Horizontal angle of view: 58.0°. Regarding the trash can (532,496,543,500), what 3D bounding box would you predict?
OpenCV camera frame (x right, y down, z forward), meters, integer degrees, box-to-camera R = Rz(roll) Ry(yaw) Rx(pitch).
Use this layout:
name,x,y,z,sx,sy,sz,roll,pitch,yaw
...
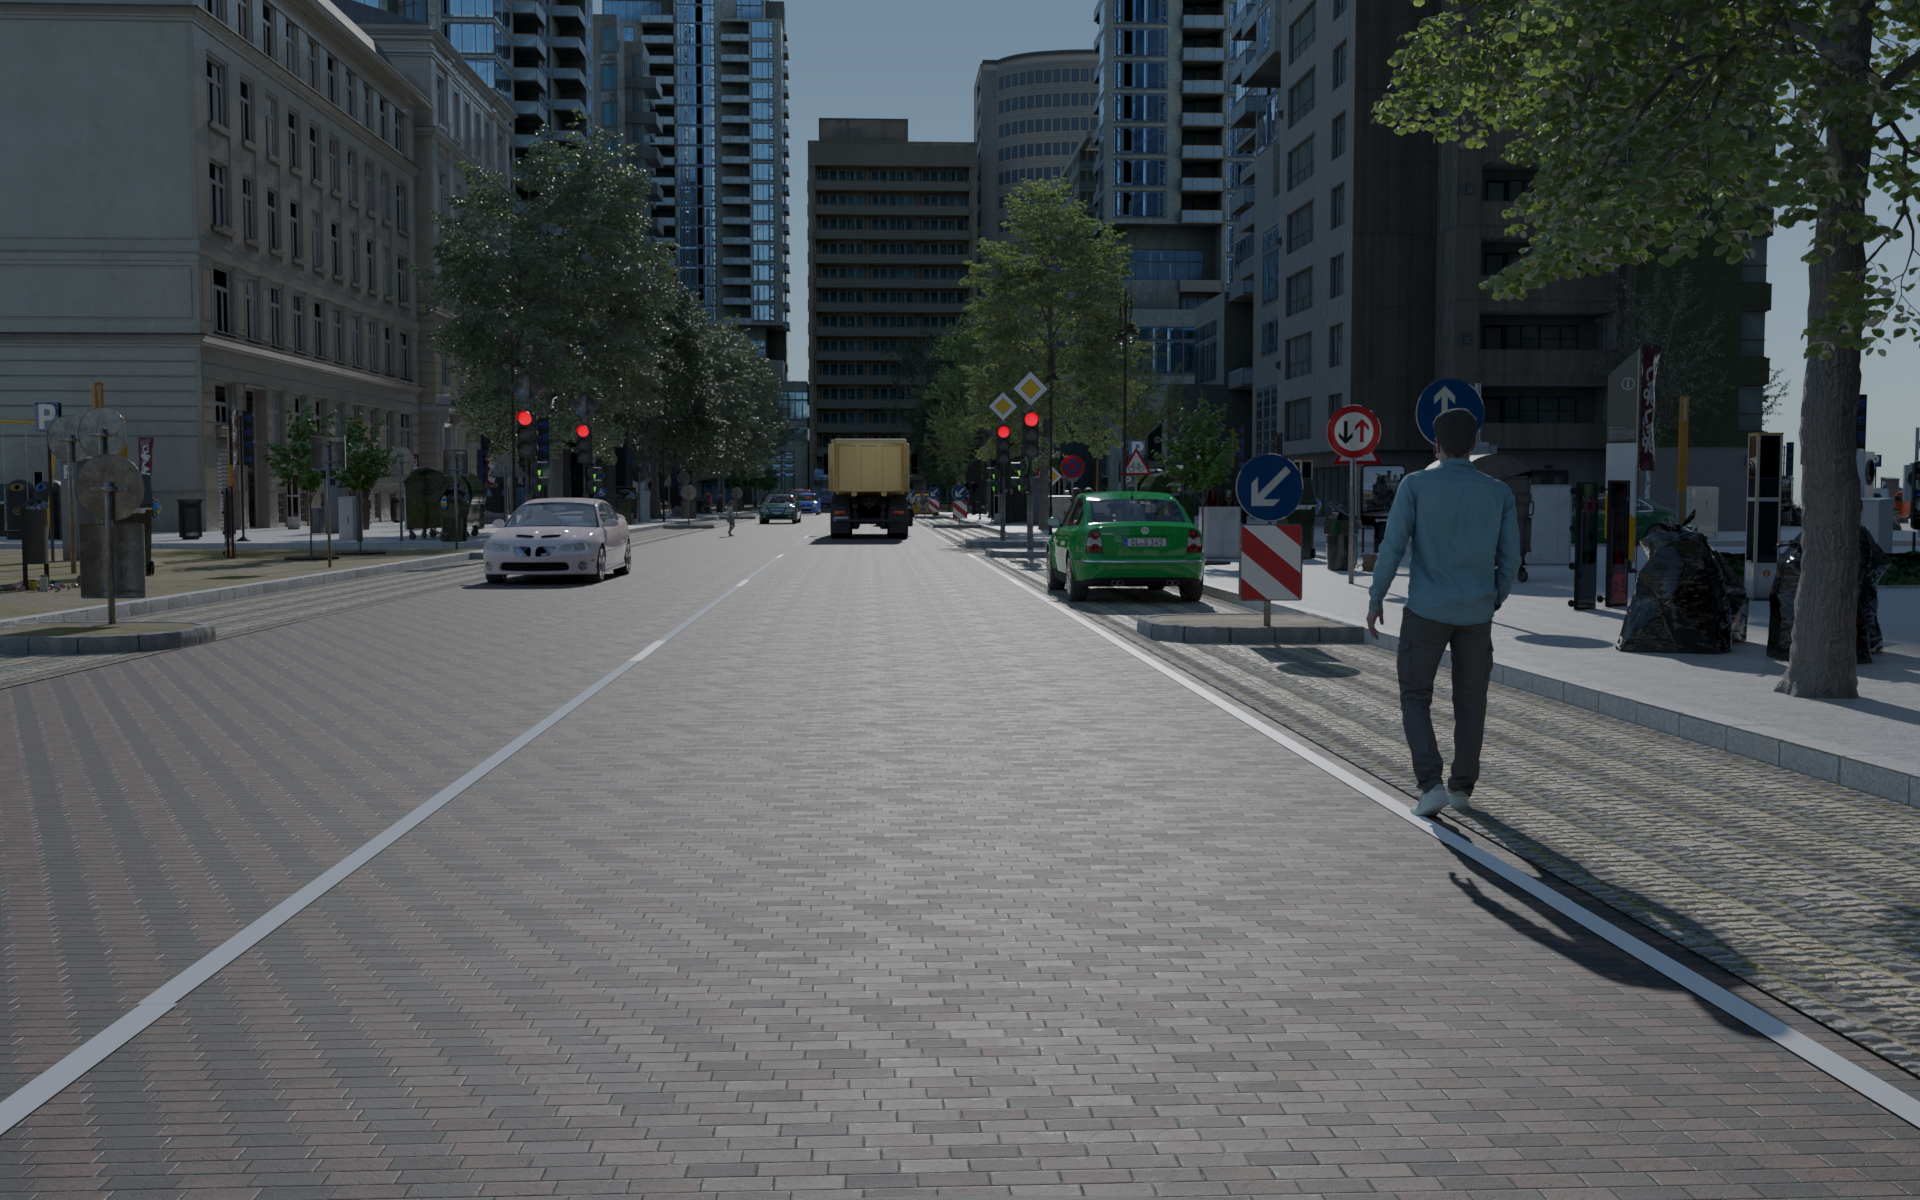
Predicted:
name,x,y,z,sx,sy,sz,roll,pitch,yaw
trash can,-28.285,-6.366,115.735,0.748,1.137,0.748,0,3,0

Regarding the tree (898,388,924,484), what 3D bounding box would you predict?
name,x,y,z,sx,sy,sz,roll,pitch,yaw
tree,-1.920,-14.949,162.550,7.486,12.596,7.792,0,3,0

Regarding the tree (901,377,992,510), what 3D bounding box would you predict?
name,x,y,z,sx,sy,sz,roll,pitch,yaw
tree,-0.827,-12.497,138.734,7.601,10.594,8.767,1,4,19

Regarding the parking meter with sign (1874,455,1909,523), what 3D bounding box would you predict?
name,x,y,z,sx,sy,sz,roll,pitch,yaw
parking meter with sign,41.310,-4.932,76.893,1.738,3.016,0.543,-1,4,-16

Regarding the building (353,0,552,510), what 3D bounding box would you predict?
name,x,y,z,sx,sy,sz,roll,pitch,yaw
building,-39.879,-50.301,135.098,22.319,86.520,31.000,0,4,-3

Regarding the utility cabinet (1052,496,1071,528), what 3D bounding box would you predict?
name,x,y,z,sx,sy,sz,roll,pitch,yaw
utility cabinet,3.841,-3.380,66.419,1.020,1.237,0.306,0,4,5

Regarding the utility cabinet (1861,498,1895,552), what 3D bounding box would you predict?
name,x,y,z,sx,sy,sz,roll,pitch,yaw
utility cabinet,15.126,-1.090,28.982,0.306,1.237,1.020,-1,4,-11

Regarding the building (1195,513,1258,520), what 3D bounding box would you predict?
name,x,y,z,sx,sy,sz,roll,pitch,yaw
building,23.569,-47.836,94.793,22.319,86.520,31.000,0,4,-3

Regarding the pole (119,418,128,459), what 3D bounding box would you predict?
name,x,y,z,sx,sy,sz,roll,pitch,yaw
pole,-22.435,-3.219,46.467,0.158,3.312,0.155,0,3,0

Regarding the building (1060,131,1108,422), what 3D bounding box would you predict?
name,x,y,z,sx,sy,sz,roll,pitch,yaw
building,23.716,-29.677,177.108,32.217,40.220,23.993,0,4,-3

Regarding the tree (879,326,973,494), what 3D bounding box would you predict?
name,x,y,z,sx,sy,sz,roll,pitch,yaw
tree,-2.961,-20.640,193.356,12.611,20.169,13.585,0,3,0

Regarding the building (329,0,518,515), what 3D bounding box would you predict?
name,x,y,z,sx,sy,sz,roll,pitch,yaw
building,-33.238,-19.005,96.639,13.634,28.700,20.117,0,4,-3

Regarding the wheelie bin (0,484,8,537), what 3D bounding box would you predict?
name,x,y,z,sx,sy,sz,roll,pitch,yaw
wheelie bin,-28.860,-2.705,52.141,0.980,1.594,0.693,0,4,-2

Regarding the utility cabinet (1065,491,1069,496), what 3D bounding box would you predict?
name,x,y,z,sx,sy,sz,roll,pitch,yaw
utility cabinet,6.499,-6.386,113.085,1.173,1.500,0.318,1,4,11

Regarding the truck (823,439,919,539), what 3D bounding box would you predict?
name,x,y,z,sx,sy,sz,roll,pitch,yaw
truck,-3.077,-3.877,59.318,3.469,3.379,9.791,0,4,-3

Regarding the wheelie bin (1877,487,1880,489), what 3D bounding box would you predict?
name,x,y,z,sx,sy,sz,roll,pitch,yaw
wheelie bin,43.877,-4.576,82.731,0.693,1.594,0.980,3,5,44

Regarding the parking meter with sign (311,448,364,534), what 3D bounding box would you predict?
name,x,y,z,sx,sy,sz,roll,pitch,yaw
parking meter with sign,-20.321,-3.680,56.428,1.738,3.016,0.543,0,4,6

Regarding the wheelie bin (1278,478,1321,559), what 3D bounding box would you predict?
name,x,y,z,sx,sy,sz,roll,pitch,yaw
wheelie bin,6.609,-1.609,34.209,0.980,1.594,0.693,0,4,-8

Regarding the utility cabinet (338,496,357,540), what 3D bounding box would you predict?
name,x,y,z,sx,sy,sz,roll,pitch,yaw
utility cabinet,-17.255,-2.315,49.008,0.306,1.237,1.020,-3,5,-42

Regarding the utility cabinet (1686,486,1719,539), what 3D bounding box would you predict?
name,x,y,z,sx,sy,sz,roll,pitch,yaw
utility cabinet,20.740,-2.436,48.504,1.173,1.500,0.318,-2,4,-31

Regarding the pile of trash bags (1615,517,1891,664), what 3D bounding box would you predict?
name,x,y,z,sx,sy,sz,roll,pitch,yaw
pile of trash bags,6.961,-0.242,13.705,1.912,1.369,3.447,-3,5,-42

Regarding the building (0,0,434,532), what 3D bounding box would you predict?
name,x,y,z,sx,sy,sz,roll,pitch,yaw
building,-33.528,-14.583,71.722,16.112,22.955,30.059,0,4,-3

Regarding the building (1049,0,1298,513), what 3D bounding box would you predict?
name,x,y,z,sx,sy,sz,roll,pitch,yaw
building,19.865,-51.067,147.622,22.319,86.520,31.000,0,4,-3

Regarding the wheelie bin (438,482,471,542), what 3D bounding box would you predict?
name,x,y,z,sx,sy,sz,roll,pitch,yaw
wheelie bin,-13.550,-2.360,46.497,0.693,1.594,0.980,0,4,8

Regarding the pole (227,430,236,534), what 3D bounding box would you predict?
name,x,y,z,sx,sy,sz,roll,pitch,yaw
pole,-23.269,-3.760,55.323,0.158,3.312,0.155,0,3,0

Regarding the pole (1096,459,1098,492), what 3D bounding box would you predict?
name,x,y,z,sx,sy,sz,roll,pitch,yaw
pole,7.954,-6.560,101.105,0.158,3.312,0.155,0,3,0

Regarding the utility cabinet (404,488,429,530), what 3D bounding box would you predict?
name,x,y,z,sx,sy,sz,roll,pitch,yaw
utility cabinet,-19.139,-3.202,61.029,0.318,1.500,1.173,1,4,11

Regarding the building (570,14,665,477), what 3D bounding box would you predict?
name,x,y,z,sx,sy,sz,roll,pitch,yaw
building,-45.597,-33.892,173.744,30.456,49.044,23.786,0,4,-3

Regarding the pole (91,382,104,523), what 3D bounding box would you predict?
name,x,y,z,sx,sy,sz,roll,pitch,yaw
pole,-15.734,-2.315,31.688,0.158,3.312,0.155,0,3,0

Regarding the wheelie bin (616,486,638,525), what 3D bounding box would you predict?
name,x,y,z,sx,sy,sz,roll,pitch,yaw
wheelie bin,-14.998,-4.332,78.734,0.980,1.594,0.693,-2,4,-31

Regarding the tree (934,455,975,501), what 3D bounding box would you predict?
name,x,y,z,sx,sy,sz,roll,pitch,yaw
tree,-0.251,-8.857,128.528,4.285,4.588,4.351,0,3,0

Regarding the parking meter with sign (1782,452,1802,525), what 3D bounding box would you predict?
name,x,y,z,sx,sy,sz,roll,pitch,yaw
parking meter with sign,33.889,-4.590,71.300,0.543,3.016,1.738,-3,5,-40

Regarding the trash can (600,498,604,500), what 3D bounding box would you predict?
name,x,y,z,sx,sy,sz,roll,pitch,yaw
trash can,-13.166,-3.095,62.261,0.748,1.137,0.748,0,3,0

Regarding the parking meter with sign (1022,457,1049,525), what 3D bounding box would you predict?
name,x,y,z,sx,sy,sz,roll,pitch,yaw
parking meter with sign,3.345,-4.643,72.180,0.543,3.016,1.738,-3,4,-36

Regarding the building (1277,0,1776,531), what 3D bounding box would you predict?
name,x,y,z,sx,sy,sz,roll,pitch,yaw
building,20.473,-17.956,65.290,14.107,30.474,14.160,0,4,-3

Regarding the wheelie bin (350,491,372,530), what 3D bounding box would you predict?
name,x,y,z,sx,sy,sz,roll,pitch,yaw
wheelie bin,-21.545,-3.321,62.200,0.693,1.594,0.980,-3,5,-42

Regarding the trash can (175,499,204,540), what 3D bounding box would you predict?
name,x,y,z,sx,sy,sz,roll,pitch,yaw
trash can,-21.709,-2.275,48.850,0.748,1.137,0.748,0,3,0

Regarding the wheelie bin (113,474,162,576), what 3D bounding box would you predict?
name,x,y,z,sx,sy,sz,roll,pitch,yaw
wheelie bin,-13.116,-1.183,27.256,0.980,1.594,0.693,-2,4,-33

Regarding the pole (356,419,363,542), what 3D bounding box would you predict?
name,x,y,z,sx,sy,sz,roll,pitch,yaw
pole,-16.011,-3.197,46.117,0.158,3.312,0.155,0,3,0

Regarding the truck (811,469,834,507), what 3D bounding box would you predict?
name,x,y,z,sx,sy,sz,roll,pitch,yaw
truck,-14.709,-12.189,189.045,2.967,4.110,18.799,0,4,-5

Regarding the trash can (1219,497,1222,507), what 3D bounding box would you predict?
name,x,y,z,sx,sy,sz,roll,pitch,yaw
trash can,11.983,-4.146,79.438,0.748,1.137,0.748,0,3,0

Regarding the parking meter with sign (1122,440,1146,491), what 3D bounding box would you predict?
name,x,y,z,sx,sy,sz,roll,pitch,yaw
parking meter with sign,5.470,-3.634,55.676,0.543,3.016,1.738,1,4,23

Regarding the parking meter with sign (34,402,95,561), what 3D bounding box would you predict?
name,x,y,z,sx,sy,sz,roll,pitch,yaw
parking meter with sign,-17.092,-2.293,33.748,0.543,3.016,1.738,1,4,15

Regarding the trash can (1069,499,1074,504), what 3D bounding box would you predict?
name,x,y,z,sx,sy,sz,roll,pitch,yaw
trash can,3.602,-2.431,51.402,0.748,1.137,0.748,0,3,0

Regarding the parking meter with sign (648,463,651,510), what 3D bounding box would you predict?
name,x,y,z,sx,sy,sz,roll,pitch,yaw
parking meter with sign,-17.401,-6.158,96.937,0.543,3.016,1.738,0,4,5

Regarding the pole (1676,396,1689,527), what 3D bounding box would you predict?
name,x,y,z,sx,sy,sz,roll,pitch,yaw
pole,15.068,-2.587,36.133,0.158,3.312,0.155,0,3,0

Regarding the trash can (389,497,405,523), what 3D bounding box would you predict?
name,x,y,z,sx,sy,sz,roll,pitch,yaw
trash can,-25.224,-4.041,77.722,0.748,1.137,0.748,0,3,0

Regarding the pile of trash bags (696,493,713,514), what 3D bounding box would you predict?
name,x,y,z,sx,sy,sz,roll,pitch,yaw
pile of trash bags,-16.880,-6.277,112.379,1.912,1.369,3.447,1,4,15
